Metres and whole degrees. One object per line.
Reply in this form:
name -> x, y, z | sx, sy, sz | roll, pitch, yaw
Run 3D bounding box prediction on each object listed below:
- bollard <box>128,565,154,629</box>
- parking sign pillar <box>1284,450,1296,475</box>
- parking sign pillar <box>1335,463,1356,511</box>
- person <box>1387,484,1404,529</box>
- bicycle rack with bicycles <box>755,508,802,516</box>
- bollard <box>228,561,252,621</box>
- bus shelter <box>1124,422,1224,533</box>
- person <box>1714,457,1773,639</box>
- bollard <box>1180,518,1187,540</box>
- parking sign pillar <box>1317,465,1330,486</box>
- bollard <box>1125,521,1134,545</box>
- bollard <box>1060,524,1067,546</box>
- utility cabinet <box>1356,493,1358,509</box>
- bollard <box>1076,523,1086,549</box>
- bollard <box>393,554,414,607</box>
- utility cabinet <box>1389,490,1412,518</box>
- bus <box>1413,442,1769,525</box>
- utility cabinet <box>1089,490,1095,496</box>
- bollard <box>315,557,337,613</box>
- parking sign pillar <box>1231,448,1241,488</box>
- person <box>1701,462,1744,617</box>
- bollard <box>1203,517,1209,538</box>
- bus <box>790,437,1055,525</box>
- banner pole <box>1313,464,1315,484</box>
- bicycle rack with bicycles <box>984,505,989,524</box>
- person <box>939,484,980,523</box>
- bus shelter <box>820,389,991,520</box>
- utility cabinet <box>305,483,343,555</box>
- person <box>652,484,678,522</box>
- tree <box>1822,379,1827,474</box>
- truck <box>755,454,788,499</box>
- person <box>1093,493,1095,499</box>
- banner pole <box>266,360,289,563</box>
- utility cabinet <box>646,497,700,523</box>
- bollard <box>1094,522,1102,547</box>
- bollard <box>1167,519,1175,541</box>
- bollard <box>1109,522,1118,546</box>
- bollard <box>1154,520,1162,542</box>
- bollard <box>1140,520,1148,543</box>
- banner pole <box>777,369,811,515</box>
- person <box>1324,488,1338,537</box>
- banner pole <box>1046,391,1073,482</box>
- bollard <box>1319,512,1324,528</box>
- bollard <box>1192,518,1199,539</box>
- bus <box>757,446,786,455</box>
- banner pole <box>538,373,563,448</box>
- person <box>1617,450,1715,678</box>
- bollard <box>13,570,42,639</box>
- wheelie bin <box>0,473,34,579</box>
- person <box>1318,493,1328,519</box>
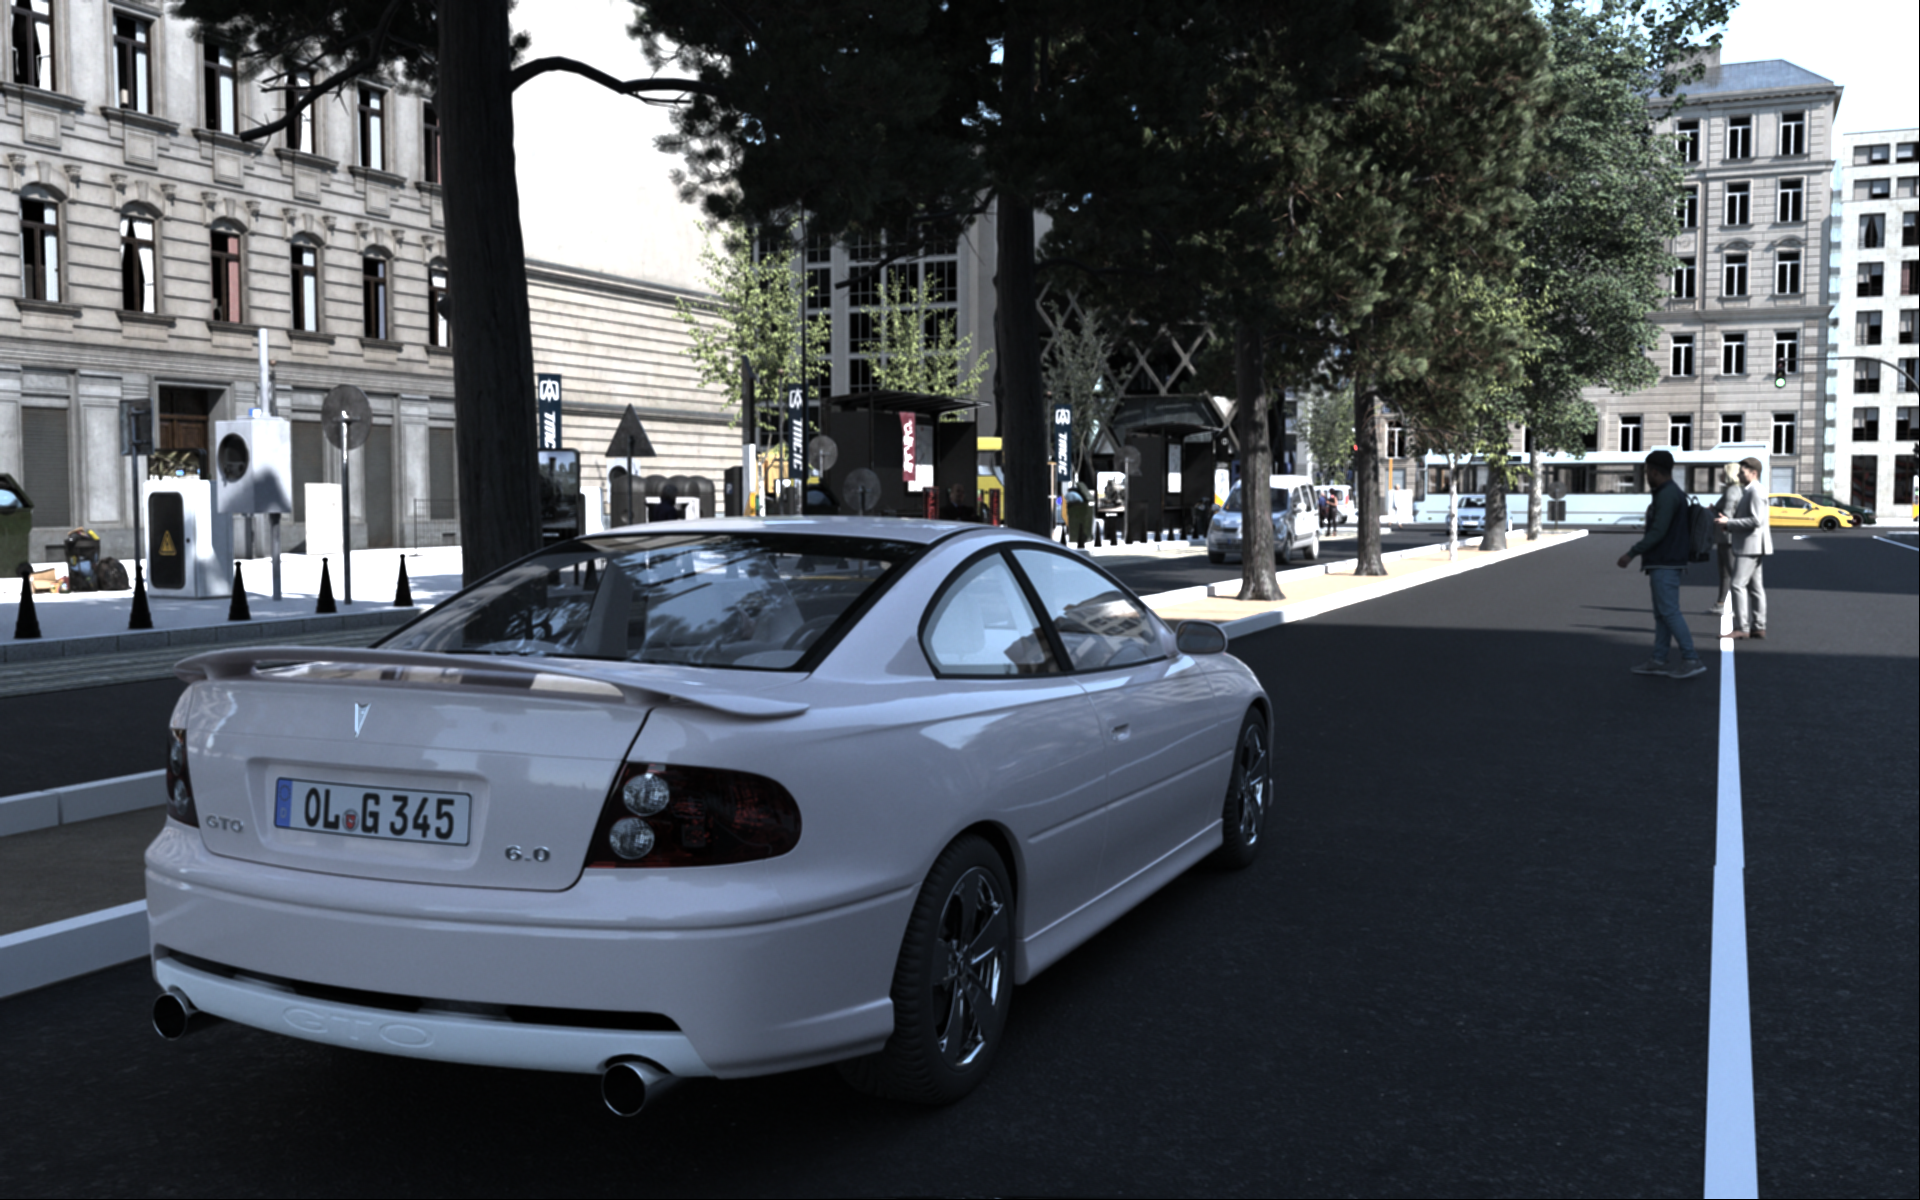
bollard -> -7.826, -0.030, 16.528 | 0.229, 0.601, 0.229 | 0, 3, 0
parking sign pillar -> 20.230, -7.201, 106.207 | 1.447, 3.967, 1.447 | 0, 4, -1
parking sign pillar -> 29.730, -8.857, 133.287 | 1.447, 3.967, 1.447 | 2, 4, 26
person -> 18.006, -3.867, 71.604 | 0.818, 1.842, 0.514 | -1, 4, -11
bicycle rack with bicycles -> -5.877, -2.824, 59.559 | 2.925, 0.926, 2.852 | -2, 4, -27
bollard -> -7.340, -0.097, 17.628 | 0.229, 0.601, 0.229 | 0, 3, 0
bus shelter -> 7.373, -4.163, 59.350 | 1.731, 3.624, 6.357 | 2, 4, 24
person -> 7.750, -0.520, 17.207 | 0.583, 1.804, 0.606 | 1, 4, 18
bollard -> 6.238, -1.976, 48.344 | 0.229, 0.601, 0.229 | 0, 3, 0
parking sign pillar -> 29.921, -9.218, 139.187 | 1.447, 3.967, 1.447 | -2, 4, -31
bollard -> 4.295, -1.707, 43.951 | 0.229, 0.601, 0.229 | 0, 3, 0
bollard -> 2.359, -1.439, 39.566 | 0.229, 0.601, 0.229 | 0, 3, 0
utility cabinet -> 34.910, -8.636, 149.878 | 1.173, 1.500, 0.318 | 1, 4, 15
bollard -> 2.842, -1.506, 40.659 | 0.229, 0.601, 0.229 | 0, 3, 0
bollard -> -6.372, -0.231, 19.814 | 0.229, 0.601, 0.229 | 0, 3, 0
utility cabinet -> 23.247, -5.061, 91.427 | 1.173, 1.500, 0.318 | 1, 4, 20
bus -> 23.089, -4.297, 65.122 | 13.247, 3.499, 2.948 | 2, 4, 25
utility cabinet -> 7.955, -5.893, 105.024 | 0.318, 1.500, 1.173 | 2, 4, 25
bollard -> -6.856, -0.164, 18.721 | 0.229, 0.601, 0.229 | 0, 3, 0
parking sign pillar -> 16.222, -6.811, 99.824 | 1.447, 3.967, 1.447 | -3, 4, -36
person -> 8.961, -0.712, 20.325 | 0.526, 1.800, 0.537 | 2, 4, 35
bollard -> 7.207, -2.110, 50.536 | 0.229, 0.601, 0.229 | 0, 3, 0
bus -> -1.663, -5.201, 76.589 | 12.252, 3.916, 2.896 | 2, 4, 24
banner pole -> 29.735, -9.515, 145.593 | 0.401, 3.779, 0.863 | 0, 4, 1
bicycle rack with bicycles -> 0.027, -3.260, 66.680 | 2.852, 0.926, 2.925 | 2, 4, 29
person -> 0.007, -0.525, 19.357 | 0.482, 1.546, 0.388 | -1, 4, -20
bus shelter -> -1.223, -3.097, 41.920 | 1.731, 3.624, 6.357 | 2, 4, 24
utility cabinet -> -13.338, -1.695, 36.400 | 0.318, 1.500, 1.173 | 0, 4, 4
person -> -3.811, -0.700, 22.151 | 0.471, 1.553, 0.569 | 0, 4, -3
tree -> 78.526, -14.205, 154.308 | 6.751, 12.117, 7.091 | 0, 3, 0
truck -> -7.580, -5.391, 84.064 | 9.791, 3.379, 3.469 | 2, 4, 25
person -> 5.739, -3.853, 72.090 | 0.593, 1.750, 0.643 | 3, 5, 42
banner pole -> -12.754, -2.577, 32.158 | 0.401, 3.779, 0.863 | -1, 4, -12
utility cabinet -> -5.661, -1.408, 34.180 | 1.020, 1.237, 0.306 | 1, 4, 14
bollard -> 3.324, -1.573, 41.753 | 0.229, 0.601, 0.229 | 0, 3, 0
bollard -> 5.757, -1.909, 47.250 | 0.229, 0.601, 0.229 | 0, 3, 0
bollard -> 3.807, -1.639, 42.846 | 0.229, 0.601, 0.229 | 0, 3, 0
bollard -> 5.269, -1.842, 46.152 | 0.229, 0.601, 0.229 | 0, 3, 0
bollard -> 4.782, -1.774, 45.048 | 0.229, 0.601, 0.229 | 0, 3, 0
banner pole -> -3.365, -2.724, 34.558 | 0.863, 3.779, 0.401 | 1, 4, 23
person -> 12.323, -2.919, 57.691 | 0.593, 1.643, 0.415 | 3, 5, 41
banner pole -> 2.375, -3.204, 42.398 | 0.863, 3.779, 0.401 | -1, 4, -23
bollard -> 13.510, -2.982, 64.795 | 0.229, 0.601, 0.229 | 0, 3, 0
bollard -> 6.721, -2.043, 49.437 | 0.229, 0.601, 0.229 | 0, 3, 0
bus -> -5.579, -5.873, 87.577 | 12.252, 3.916, 2.896 | 2, 4, 26
banner pole -> -7.607, -2.542, 31.574 | 0.863, 3.779, 0.401 | -3, 5, -41
person -> 5.583, -0.298, 13.713 | 0.721, 1.781, 0.623 | 1, 4, 19
bollard -> -8.313, 0.038, 15.428 | 0.229, 0.601, 0.229 | 0, 3, 0
wheelie bin -> -14.553, -1.132, 26.411 | 0.693, 1.594, 0.980 | -3, 5, -43
person -> 16.478, -4.115, 78.472 | 0.574, 1.496, 0.600 | 1, 4, 11
